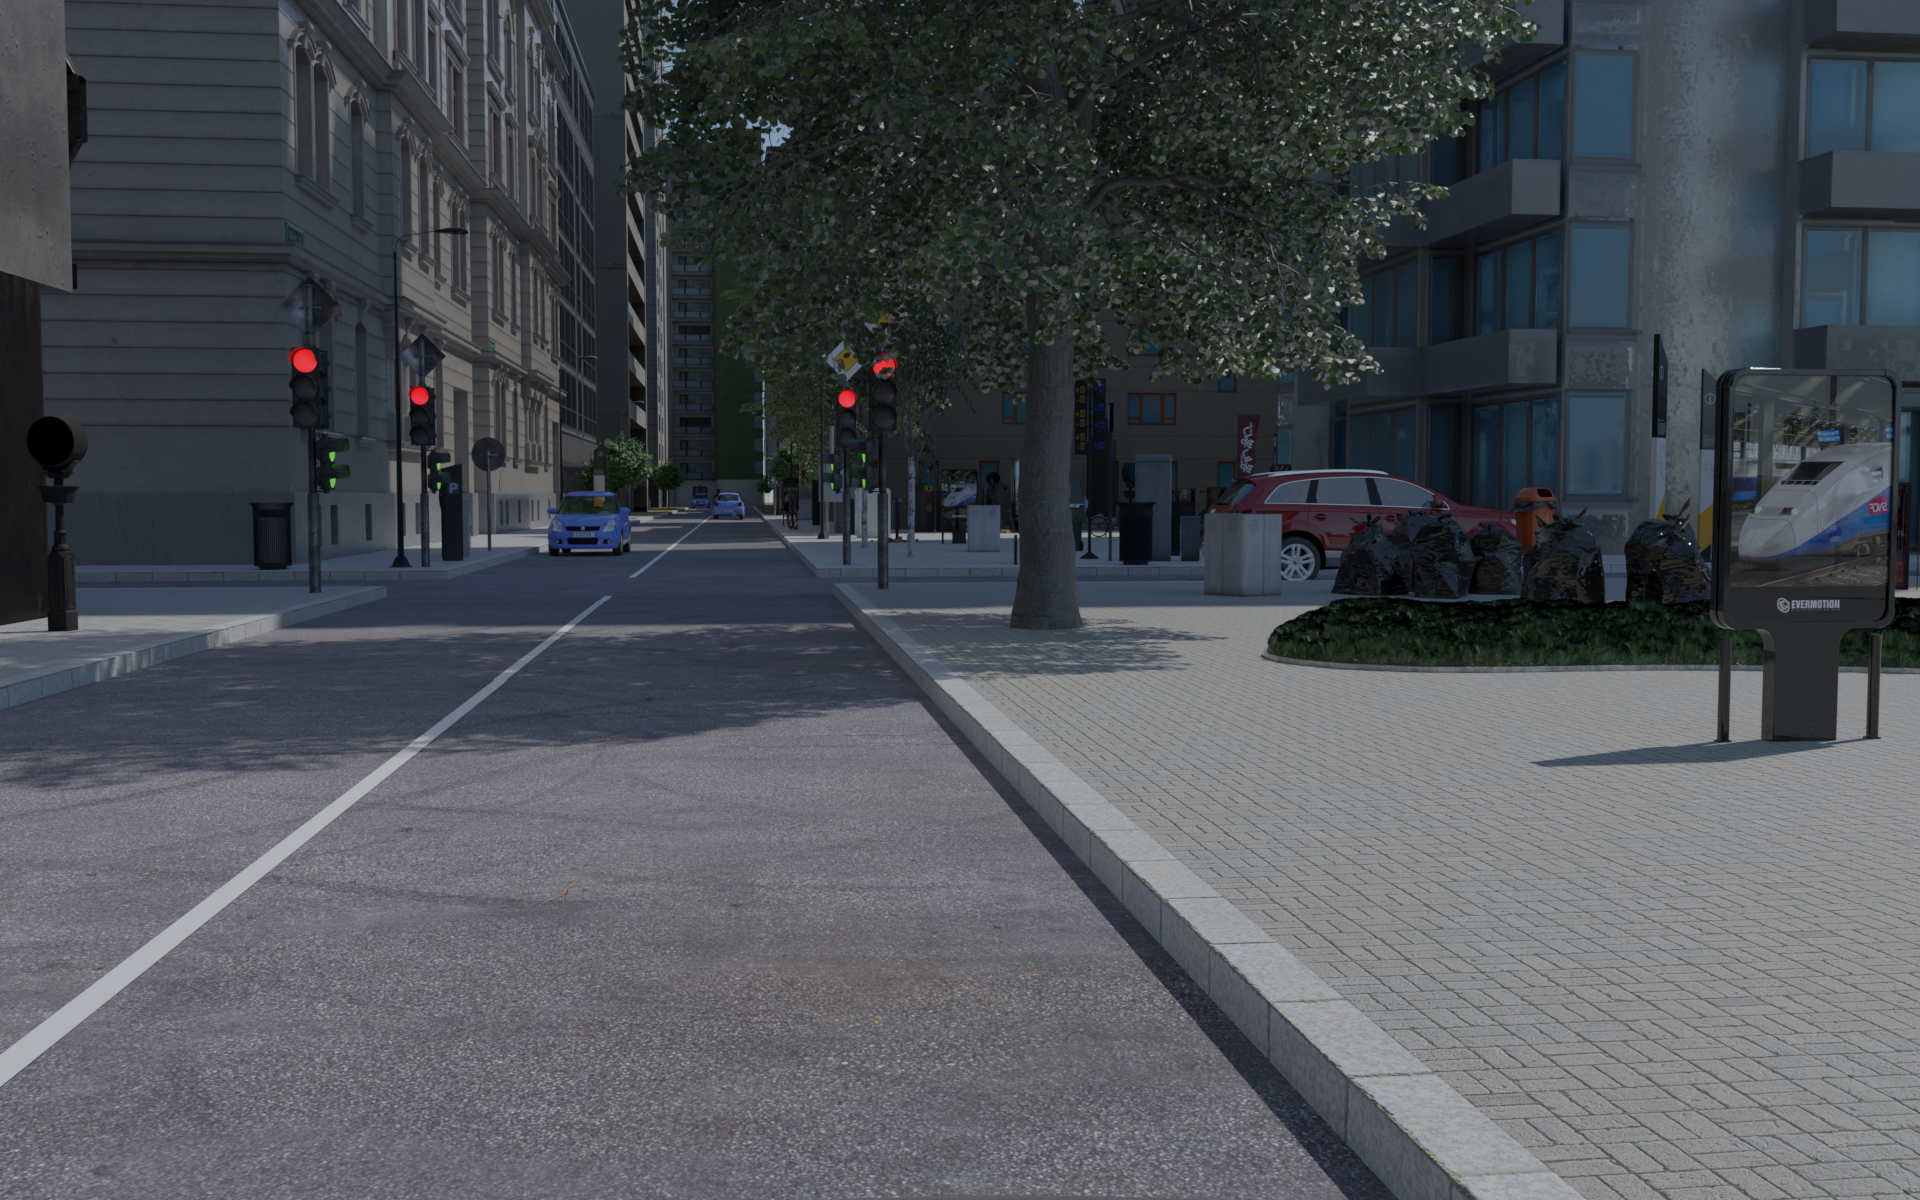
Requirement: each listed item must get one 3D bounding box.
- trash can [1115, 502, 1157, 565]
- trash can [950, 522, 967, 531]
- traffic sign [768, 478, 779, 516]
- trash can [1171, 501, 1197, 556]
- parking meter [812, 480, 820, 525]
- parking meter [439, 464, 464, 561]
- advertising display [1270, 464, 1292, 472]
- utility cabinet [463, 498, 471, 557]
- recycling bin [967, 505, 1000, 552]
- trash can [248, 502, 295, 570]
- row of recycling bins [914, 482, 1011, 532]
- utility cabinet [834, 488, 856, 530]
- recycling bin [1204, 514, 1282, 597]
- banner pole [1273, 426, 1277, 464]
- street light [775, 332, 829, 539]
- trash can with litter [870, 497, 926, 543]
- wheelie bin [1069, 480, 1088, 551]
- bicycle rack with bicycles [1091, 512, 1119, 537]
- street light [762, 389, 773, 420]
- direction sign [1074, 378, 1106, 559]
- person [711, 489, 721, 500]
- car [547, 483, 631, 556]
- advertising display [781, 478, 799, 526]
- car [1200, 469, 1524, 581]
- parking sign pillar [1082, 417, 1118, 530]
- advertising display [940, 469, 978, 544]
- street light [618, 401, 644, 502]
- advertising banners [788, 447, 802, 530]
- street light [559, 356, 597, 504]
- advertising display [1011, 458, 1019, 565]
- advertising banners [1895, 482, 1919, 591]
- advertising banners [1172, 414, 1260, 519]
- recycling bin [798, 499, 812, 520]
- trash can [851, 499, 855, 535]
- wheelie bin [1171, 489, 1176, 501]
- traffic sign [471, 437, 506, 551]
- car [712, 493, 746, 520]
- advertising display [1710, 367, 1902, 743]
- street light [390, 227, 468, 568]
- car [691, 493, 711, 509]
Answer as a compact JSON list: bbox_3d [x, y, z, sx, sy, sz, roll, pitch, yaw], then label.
[{"bbox_3d":[3.192,-1.210,31.436,0.748,1.137,0.748,0,3,0],"label":"trash can"},{"bbox_3d":[-0.038,-2.818,57.721,0.748,1.137,0.748,0,3,0],"label":"trash can"},{"bbox_3d":[-10.769,-6.153,100.705,0.768,2.556,0.104,0,4,-5],"label":"traffic sign"},{"bbox_3d":[4.549,-1.494,36.075,0.748,1.137,0.748,0,3,0],"label":"trash can"},{"bbox_3d":[-5.909,-3.998,71.071,0.255,1.863,0.399,1,4,9],"label":"parking meter"},{"bbox_3d":[-9.756,-1.681,33.200,0.399,1.863,0.255,-2,4,-33],"label":"parking meter"},{"bbox_3d":[6.887,-1.958,37.233,0.123,1.923,0.974,2,4,32],"label":"advertising display"},{"bbox_3d":[-10.193,-1.491,35.533,0.306,1.237,1.020,-1,4,-13],"label":"utility cabinet"},{"bbox_3d":[0.525,-1.593,38.598,0.722,1.027,0.722,0,4,0],"label":"recycling bin"},{"bbox_3d":[-11.697,-1.089,29.459,0.748,1.137,0.748,0,3,0],"label":"trash can"},{"bbox_3d":[-0.017,-3.168,58.904,3.534,1.692,1.069,-1,4,-13],"label":"row of recycling bins"},{"bbox_3d":[-3.882,-3.168,60.476,0.318,1.500,1.173,3,5,43],"label":"utility cabinet"},{"bbox_3d":[3.601,-0.581,22.061,0.722,1.027,0.722,-3,4,-37],"label":"recycling bin"},{"bbox_3d":[11.529,-4.479,63.242,0.401,3.779,0.863,2,4,24],"label":"banner pole"},{"bbox_3d":[-4.446,-4.673,48.951,1.470,5.913,1.316,0,4,-7],"label":"street light"},{"bbox_3d":[-1.567,-2.176,46.635,1.678,1.210,2.233,0,4,1],"label":"trash can with litter"},{"bbox_3d":[2.374,-1.896,38.910,0.980,1.594,0.693,-1,4,-11],"label":"wheelie bin"},{"bbox_3d":[5.597,-2.366,52.059,2.925,0.926,2.852,1,4,22],"label":"bicycle rack with bicycles"},{"bbox_3d":[-8.044,-6.389,77.005,1.470,5.913,1.316,0,4,-7],"label":"street light"},{"bbox_3d":[2.567,-2.584,34.238,0.379,3.537,0.876,-3,4,-39],"label":"direction sign"},{"bbox_3d":[-20.944,-8.697,150.321,1.348,1.869,0.705,1,4,20],"label":"person"},{"bbox_3d":[-8.817,-1.941,41.326,1.945,1.707,3.694,0,4,-6],"label":"car"},{"bbox_3d":[-6.903,-3.986,70.377,0.123,1.923,0.974,2,4,34],"label":"advertising display"},{"bbox_3d":[6.507,-1.154,27.542,5.304,1.827,2.281,0,4,-6],"label":"car"},{"bbox_3d":[5.032,-4.476,61.662,1.447,3.967,1.447,-2,4,-29],"label":"parking sign pillar"},{"bbox_3d":[-0.018,-2.414,44.689,0.974,1.923,0.123,0,4,4],"label":"advertising display"},{"bbox_3d":[-16.492,-6.978,86.629,1.470,5.913,1.316,0,4,-7],"label":"street light"},{"bbox_3d":[-5.942,-4.056,62.500,0.090,3.025,2.074,-1,4,-18],"label":"advertising banners"},{"bbox_3d":[-12.898,-5.248,58.342,1.470,5.913,1.316,0,4,-7],"label":"street light"},{"bbox_3d":[1.391,-1.611,31.547,0.974,1.923,0.123,-2,4,-25],"label":"advertising display"},{"bbox_3d":[12.668,-1.659,23.320,0.090,3.025,2.074,0,4,2],"label":"advertising banners"},{"bbox_3d":[5.710,-2.599,38.676,2.074,3.025,0.090,2,4,32],"label":"advertising banners"},{"bbox_3d":[-7.691,-4.471,85.663,0.722,1.027,0.722,-1,4,-9],"label":"recycling bin"},{"bbox_3d":[-3.246,-2.629,54.631,0.748,1.137,0.748,0,3,0],"label":"trash can"},{"bbox_3d":[7.024,-3.161,59.587,0.693,1.594,0.980,-1,4,-17],"label":"wheelie bin"},{"bbox_3d":[-10.571,-2.369,38.843,0.768,2.556,0.104,0,4,-1],"label":"traffic sign"},{"bbox_3d":[-13.107,-5.422,98.236,1.945,1.707,3.694,0,4,-6],"label":"car"},{"bbox_3d":[4.375,-0.230,8.978,0.974,1.923,0.123,-1,4,-9],"label":"advertising display"},{"bbox_3d":[-9.252,-3.528,30.220,1.470,5.913,1.316,0,4,-7],"label":"street light"},{"bbox_3d":[-25.614,-9.892,171.331,1.945,1.707,3.694,0,4,-7],"label":"car"}]
